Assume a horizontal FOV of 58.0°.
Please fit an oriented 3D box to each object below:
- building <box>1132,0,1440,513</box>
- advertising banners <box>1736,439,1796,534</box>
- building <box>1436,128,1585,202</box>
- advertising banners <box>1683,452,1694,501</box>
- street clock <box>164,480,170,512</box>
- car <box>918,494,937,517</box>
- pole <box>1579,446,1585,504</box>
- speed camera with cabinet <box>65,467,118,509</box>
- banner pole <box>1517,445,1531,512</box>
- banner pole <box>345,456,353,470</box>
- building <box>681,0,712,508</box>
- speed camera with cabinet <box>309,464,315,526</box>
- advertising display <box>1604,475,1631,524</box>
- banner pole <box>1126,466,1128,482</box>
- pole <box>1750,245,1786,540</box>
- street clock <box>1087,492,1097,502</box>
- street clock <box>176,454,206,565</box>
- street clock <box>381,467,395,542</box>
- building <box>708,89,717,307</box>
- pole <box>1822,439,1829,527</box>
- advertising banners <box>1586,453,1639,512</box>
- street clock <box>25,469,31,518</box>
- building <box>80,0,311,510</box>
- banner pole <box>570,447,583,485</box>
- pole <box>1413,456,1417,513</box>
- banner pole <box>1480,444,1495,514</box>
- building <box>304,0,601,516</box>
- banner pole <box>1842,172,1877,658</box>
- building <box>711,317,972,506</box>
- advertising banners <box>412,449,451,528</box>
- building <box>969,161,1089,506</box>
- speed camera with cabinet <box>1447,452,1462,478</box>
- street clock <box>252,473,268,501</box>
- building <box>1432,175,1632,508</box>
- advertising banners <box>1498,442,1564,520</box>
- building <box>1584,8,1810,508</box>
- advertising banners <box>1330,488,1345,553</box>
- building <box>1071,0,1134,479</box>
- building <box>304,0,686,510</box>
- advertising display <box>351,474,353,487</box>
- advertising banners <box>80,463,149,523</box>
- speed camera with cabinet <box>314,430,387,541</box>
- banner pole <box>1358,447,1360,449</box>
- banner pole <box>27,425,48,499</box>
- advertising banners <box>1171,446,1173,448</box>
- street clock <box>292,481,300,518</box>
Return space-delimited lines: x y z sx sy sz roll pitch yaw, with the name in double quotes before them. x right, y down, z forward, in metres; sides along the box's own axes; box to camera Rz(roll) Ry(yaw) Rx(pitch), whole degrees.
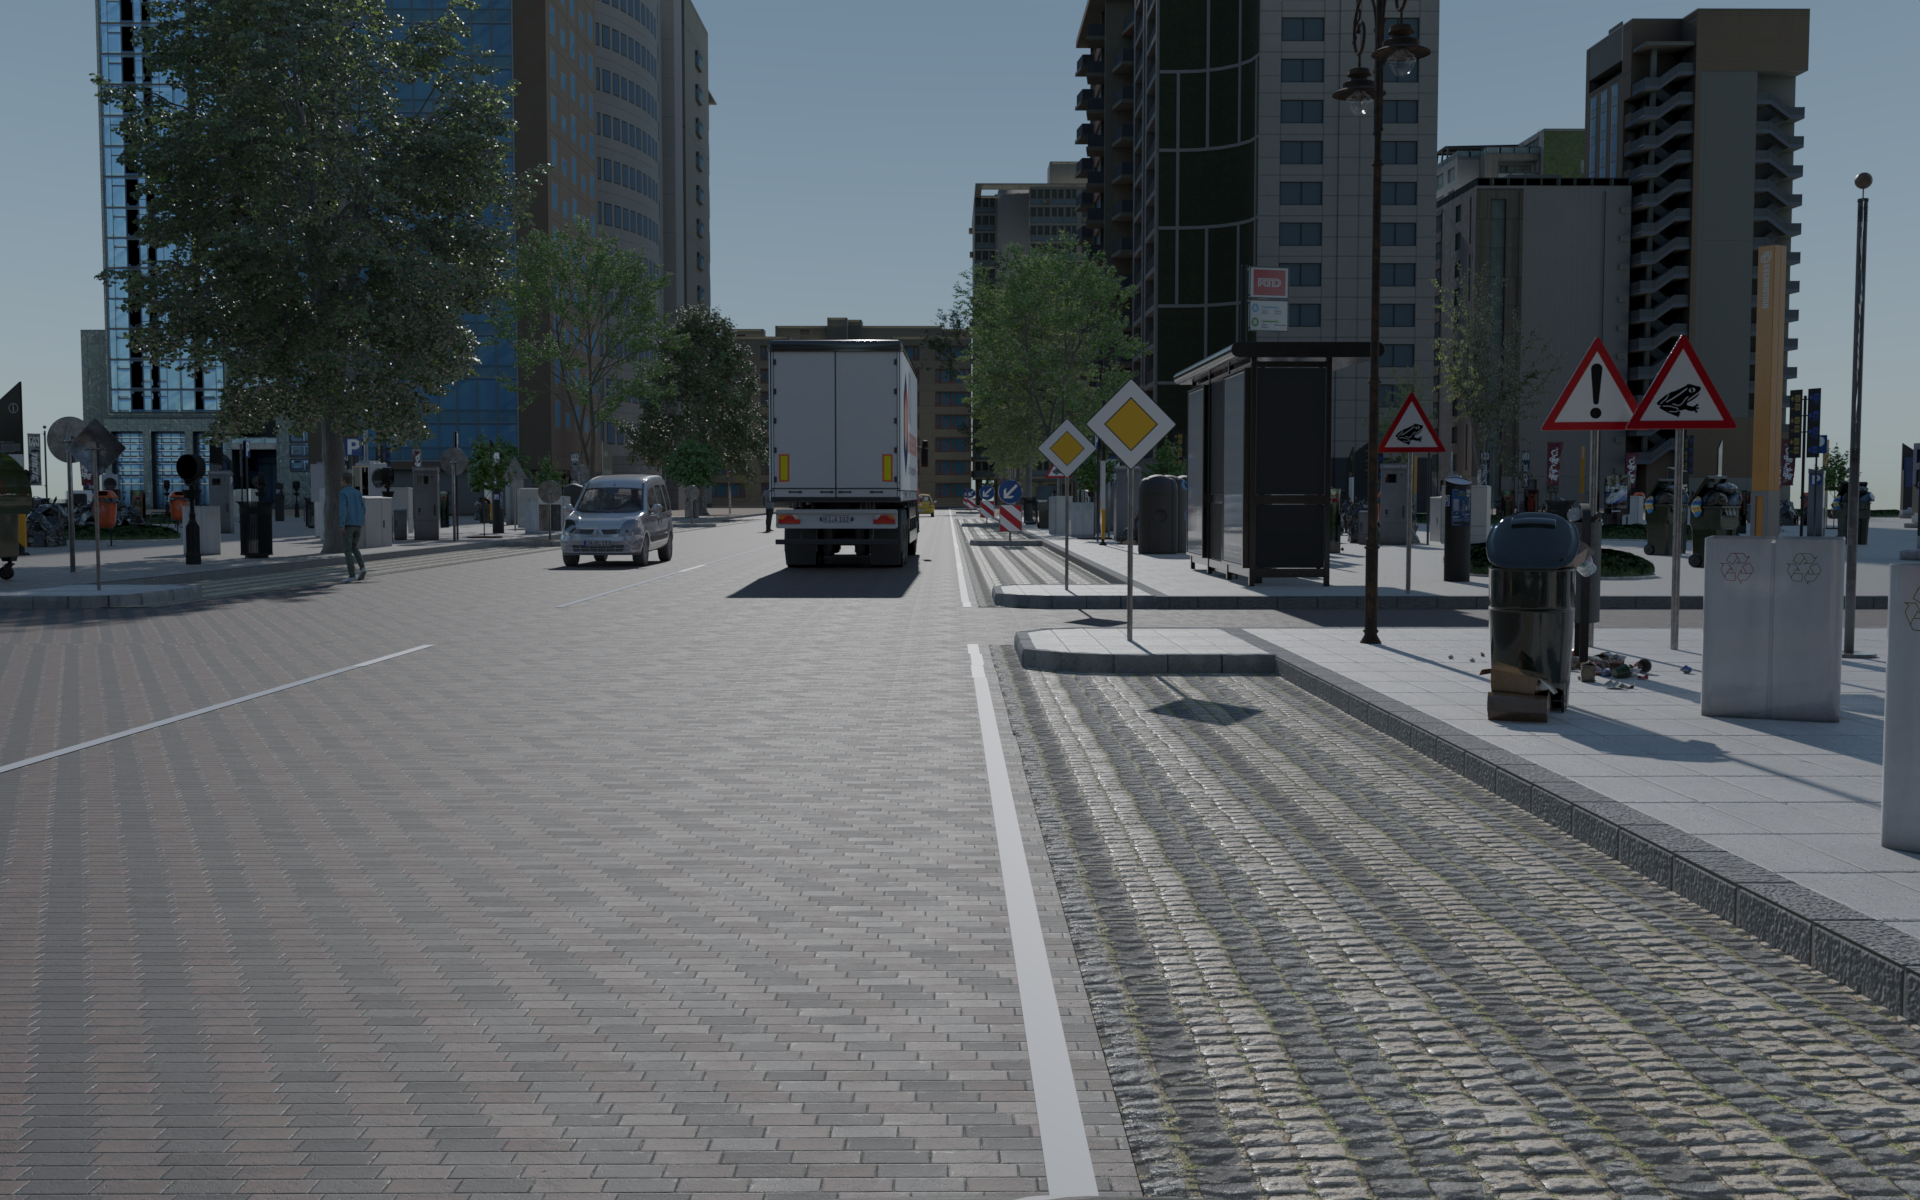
"building" 21.723 -42.040 125.607 20.563 71.187 20.611 0 4 0
"advertising banners" 25.752 -3.628 55.512 2.074 3.025 0.090 3 5 43
"building" 61.874 -31.395 196.900 14.086 41.232 14.154 0 4 0
"advertising banners" 30.186 -4.633 71.930 0.090 3.025 2.074 1 4 9
"street clock" -40.454 -5.126 88.377 0.358 2.002 0.471 -1 4 -14
"car" -2.469 -6.086 109.724 2.015 1.641 3.980 0 4 0
"pole" 26.457 -4.882 73.671 0.158 3.312 0.155 0 3 0
"speed camera with cabinet" -37.992 -4.982 75.788 2.038 3.252 0.660 -2 4 -35
"banner pole" 28.481 -5.973 87.677 0.401 3.779 0.863 -3 5 -39
"banner pole" -31.833 -6.120 90.077 0.863 3.779 0.401 -2 4 -23
"building" -34.358 -32.499 155.062 21.600 48.544 21.300 0 4 0
"speed camera with cabinet" -18.763 -3.468 51.030 0.660 3.252 2.038 -1 4 -15
"advertising display" 21.997 -3.227 57.977 0.123 1.923 0.974 -2 4 -28
"banner pole" 4.493 -3.417 45.884 0.401 3.779 0.863 1 4 18
"pole" 6.682 -1.254 14.344 0.158 3.312 0.155 0 3 0
"street clock" 4.299 -3.167 56.350 0.358 2.002 0.471 -3 4 -37
"street clock" -13.965 -1.647 31.499 0.471 2.002 0.358 1 4 17
"street clock" -15.322 -2.559 46.411 0.358 2.002 0.471 0 4 -2
"building" -41.748 -37.526 202.792 27.495 52.752 28.713 0 4 0
"pole" 32.324 -4.335 64.721 0.158 3.312 0.155 0 3 0
"advertising banners" 27.623 -4.719 73.351 2.074 3.025 0.090 1 4 15
"street clock" -27.337 -2.812 50.548 0.358 2.002 0.471 0 3 0
"building" -60.685 -51.347 152.187 31.000 86.520 22.319 0 4 0
"banner pole" -20.013 -6.161 90.745 0.863 3.779 0.401 -2 4 -34
"pole" 24.090 -5.987 91.727 0.158 3.312 0.155 0 3 0
"banner pole" 26.510 -5.930 86.977 0.863 3.779 0.401 1 4 19
"building" -30.412 -27.846 105.392 14.600 45.320 14.200 0 4 0
"banner pole" 6.926 -1.429 13.382 0.401 3.779 0.863 2 4 27
"building" -13.283 -21.941 203.777 28.899 21.520 27.650 0 4 0
"advertising banners" -20.330 -4.305 66.578 2.074 3.025 0.090 2 4 32
"building" 13.150 -31.379 204.932 23.993 40.220 32.217 0 4 0
"speed camera with cabinet" 22.879 -5.262 80.362 0.660 3.252 2.038 2 4 23
"street clock" -27.384 -3.862 67.707 0.471 2.002 0.358 -2 4 -29
"building" 52.383 -23.778 160.469 14.107 30.474 14.160 0 4 0
"advertising banners" 19.282 -3.813 58.527 2.074 3.025 0.090 2 4 27
"building" 66.547 -31.102 158.627 14.200 45.320 14.600 0 4 0
"advertising banners" 7.533 -2.501 37.087 2.074 3.025 0.090 -3 4 -38
"building" 21.449 -30.366 151.104 22.147 44.769 28.867 0 4 0
"building" -32.902 -35.754 126.578 21.231 58.520 28.212 0 4 0
"advertising display" -17.399 -2.789 50.820 0.974 1.923 0.123 1 4 19
"advertising banners" -27.236 -3.639 55.681 2.074 3.025 0.090 -2 4 -32
"speed camera with cabinet" -16.782 -3.279 47.952 0.660 3.252 2.038 2 4 25
"banner pole" 21.523 -6.281 92.705 0.863 3.779 0.401 -2 4 -25
"banner pole" -33.452 -4.461 62.954 0.401 3.779 0.863 3 4 36
"advertising banners" 7.276 -4.099 63.205 2.074 3.025 0.090 -2 4 -34
"street clock" -36.235 -5.506 94.600 0.358 2.002 0.471 0 4 4
